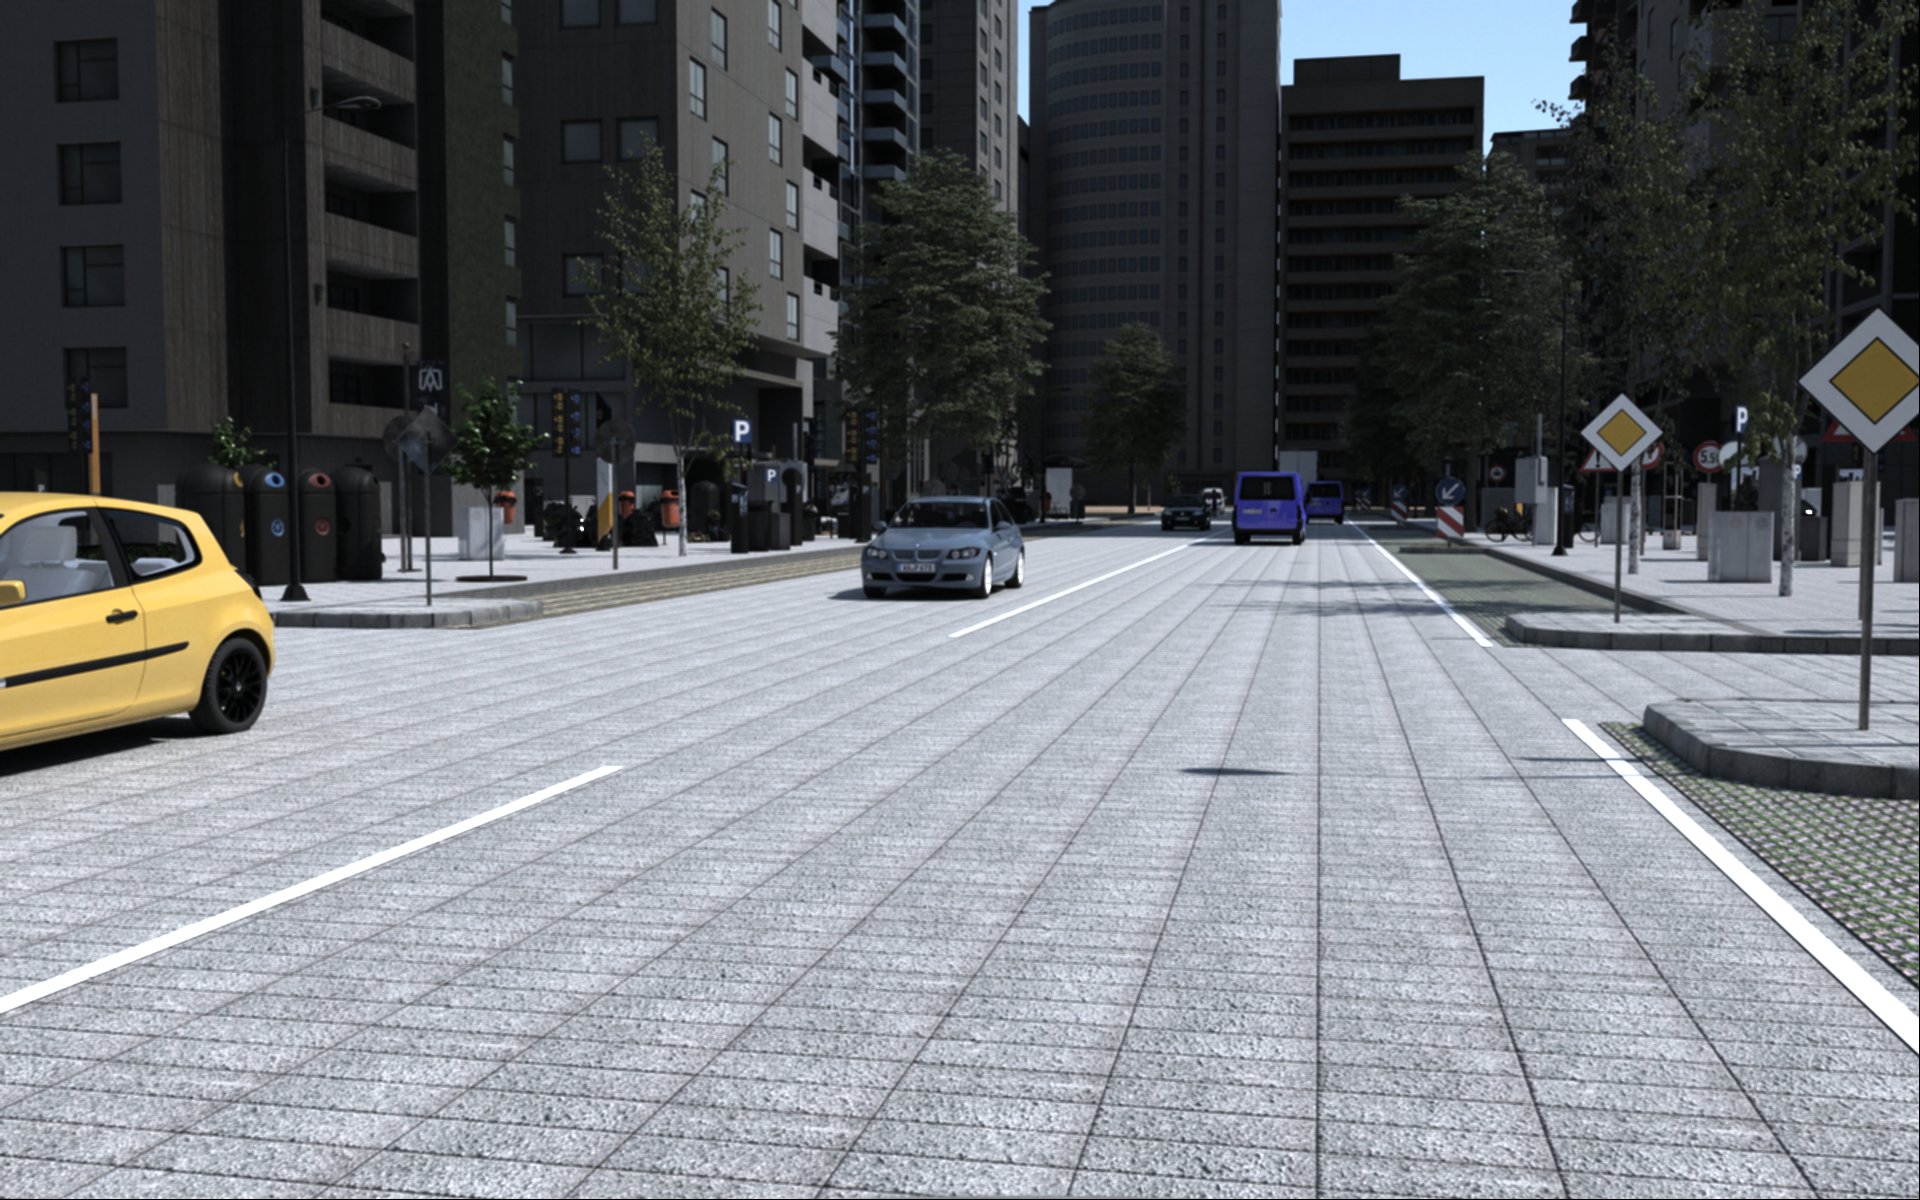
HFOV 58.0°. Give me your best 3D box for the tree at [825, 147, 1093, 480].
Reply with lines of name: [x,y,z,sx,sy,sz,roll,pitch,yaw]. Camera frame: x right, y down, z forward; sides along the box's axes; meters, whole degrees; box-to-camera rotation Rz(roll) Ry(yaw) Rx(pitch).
tree: [-0.430,-8.505,57.184,7.486,12.596,7.792,0,3,0]

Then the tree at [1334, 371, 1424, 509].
tree: [37.340,-14.265,150.242,9.611,12.733,9.660,0,3,0]

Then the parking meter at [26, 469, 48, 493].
parking meter: [-21.605,-2.133,40.581,0.255,1.863,0.399,1,4,15]

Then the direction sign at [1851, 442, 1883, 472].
direction sign: [22.630,-3.151,43.513,0.379,3.537,0.876,0,4,-2]

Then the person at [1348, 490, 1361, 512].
person: [30.688,-7.668,134.591,1.217,1.743,0.721,-1,4,-16]

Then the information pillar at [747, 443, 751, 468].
information pillar: [-8.857,-4.976,72.707,0.183,3.616,0.504,-1,4,-20]

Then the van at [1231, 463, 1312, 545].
van: [9.033,-2.808,50.294,2.240,2.365,5.245,1,4,13]

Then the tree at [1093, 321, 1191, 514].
tree: [11.673,-11.964,113.731,7.486,12.596,7.792,0,3,0]

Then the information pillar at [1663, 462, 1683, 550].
information pillar: [16.378,-2.159,39.798,0.304,2.012,0.304,3,5,45]

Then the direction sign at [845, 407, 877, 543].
direction sign: [-2.590,-3.270,45.461,0.876,3.537,0.379,-2,4,-24]

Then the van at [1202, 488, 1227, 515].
van: [17.573,-6.948,120.619,2.013,2.044,4.112,1,4,10]

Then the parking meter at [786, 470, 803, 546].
parking meter: [-4.105,-2.279,42.974,0.255,1.863,0.399,2,4,27]

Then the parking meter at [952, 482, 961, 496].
parking meter: [-0.178,-4.860,85.178,0.399,1.863,0.255,3,5,41]

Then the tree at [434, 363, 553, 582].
tree: [-7.024,-1.904,25.740,1.663,3.219,1.824,0,3,0]

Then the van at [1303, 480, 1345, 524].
van: [17.642,-4.892,84.373,2.240,2.365,5.245,1,4,10]

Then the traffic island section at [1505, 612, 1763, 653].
traffic island section: [6.560,0.308,17.245,2.009,0.180,2.903,1,4,12]

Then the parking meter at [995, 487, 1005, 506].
parking meter: [1.528,-3.483,65.366,0.372,1.533,0.369,0,3,0]

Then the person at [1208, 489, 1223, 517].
person: [15.754,-5.975,106.881,1.217,1.739,0.721,-3,4,-38]

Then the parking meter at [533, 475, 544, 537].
parking meter: [-12.585,-2.815,51.737,0.255,1.863,0.399,-1,4,-19]

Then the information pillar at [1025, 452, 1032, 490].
information pillar: [3.700,-6.266,93.799,0.504,3.616,0.183,3,5,40]

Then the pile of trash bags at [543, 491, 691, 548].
pile of trash bags: [-8.146,-1.998,42.417,1.912,1.369,3.447,3,4,38]

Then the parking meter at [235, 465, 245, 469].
parking meter: [-14.435,-1.785,34.890,0.255,1.863,0.399,-2,4,-28]

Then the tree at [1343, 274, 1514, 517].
tree: [26.916,-11.728,98.402,9.857,13.997,8.962,0,3,0]

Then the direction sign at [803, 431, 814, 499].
direction sign: [-5.462,-4.318,62.602,0.379,3.537,0.876,-2,4,-29]

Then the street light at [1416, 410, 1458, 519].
street light: [17.532,-5.539,63.097,1.470,5.913,1.316,1,4,12]

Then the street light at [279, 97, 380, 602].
street light: [-7.464,-2.935,20.527,1.470,5.913,1.316,1,4,12]

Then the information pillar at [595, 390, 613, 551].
information pillar: [-7.984,-2.906,38.862,0.504,3.616,0.183,3,5,44]

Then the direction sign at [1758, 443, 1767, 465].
direction sign: [35.523,-5.168,76.488,0.876,3.537,0.379,-2,4,-26]

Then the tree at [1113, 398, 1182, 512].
tree: [14.623,-11.119,132.165,4.737,8.622,4.395,0,3,0]

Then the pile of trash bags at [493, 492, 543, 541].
pile of trash bags: [-11.198,-2.327,47.804,3.447,1.369,1.912,0,4,6]

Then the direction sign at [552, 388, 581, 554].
direction sign: [-8.456,-2.769,37.268,0.379,3.537,0.876,2,4,28]

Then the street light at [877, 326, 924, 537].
street light: [-1.673,-4.621,48.098,1.470,5.913,1.316,1,4,12]

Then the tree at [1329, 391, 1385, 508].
tree: [39.867,-15.415,162.397,12.009,13.543,11.850,0,3,0]

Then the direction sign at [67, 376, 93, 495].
direction sign: [-17.068,-2.547,33.643,0.876,3.537,0.379,3,4,37]

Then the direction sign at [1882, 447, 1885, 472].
direction sign: [32.377,-4.257,61.606,0.876,3.537,0.379,2,4,34]

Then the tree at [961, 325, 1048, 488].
tree: [1.754,-7.448,72.137,4.737,8.622,4.395,0,3,0]

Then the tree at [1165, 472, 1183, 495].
tree: [18.151,-9.465,149.361,1.663,3.219,1.824,0,3,0]

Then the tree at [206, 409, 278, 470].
tree: [-16.596,-2.727,39.189,1.663,3.219,1.824,0,3,0]

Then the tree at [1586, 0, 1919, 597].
tree: [10.150,-4.356,21.576,4.737,8.622,4.395,0,3,0]

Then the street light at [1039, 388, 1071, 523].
street light: [4.151,-6.320,75.869,1.470,5.913,1.316,1,4,12]

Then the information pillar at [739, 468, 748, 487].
information pillar: [-6.160,-2.767,49.727,0.304,2.012,0.304,1,4,11]

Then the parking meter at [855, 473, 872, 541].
parking meter: [-2.636,-2.543,47.285,0.399,1.863,0.255,-2,4,-25]

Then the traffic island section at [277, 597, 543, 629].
traffic island section: [-6.111,0.147,19.872,2.009,0.180,2.903,1,4,12]

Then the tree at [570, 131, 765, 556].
tree: [-5.751,-5.196,35.320,4.737,8.622,4.395,0,3,0]

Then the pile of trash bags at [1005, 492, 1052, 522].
pile of trash bags: [2.814,-4.353,80.930,3.447,1.369,1.912,-2,4,-32]

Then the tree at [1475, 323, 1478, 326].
tree: [16.701,-6.056,49.379,4.360,8.622,3.978,0,3,0]

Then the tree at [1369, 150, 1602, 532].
tree: [17.279,-8.512,57.300,7.486,12.596,7.792,0,3,0]

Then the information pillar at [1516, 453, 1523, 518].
information pillar: [27.772,-5.787,85.966,0.504,3.616,0.183,-3,4,-37]

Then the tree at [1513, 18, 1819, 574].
tree: [11.014,-4.713,27.412,4.360,8.622,3.978,0,3,0]

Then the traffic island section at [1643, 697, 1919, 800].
traffic island section: [4.936,0.786,9.426,2.009,0.180,2.903,1,4,12]

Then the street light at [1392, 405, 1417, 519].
street light: [23.191,-7.193,90.152,1.470,5.913,1.316,1,4,12]

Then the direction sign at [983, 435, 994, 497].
direction sign: [1.098,-4.568,66.690,0.379,3.537,0.876,-2,4,-25]

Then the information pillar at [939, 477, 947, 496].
information pillar: [-0.726,-4.172,72.711,0.304,2.012,0.304,1,4,10]

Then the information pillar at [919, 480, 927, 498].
information pillar: [-1.919,-5.202,89.546,0.304,2.012,0.304,2,4,29]

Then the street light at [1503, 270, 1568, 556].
street light: [11.964,-3.883,36.024,1.470,5.913,1.316,1,4,12]
